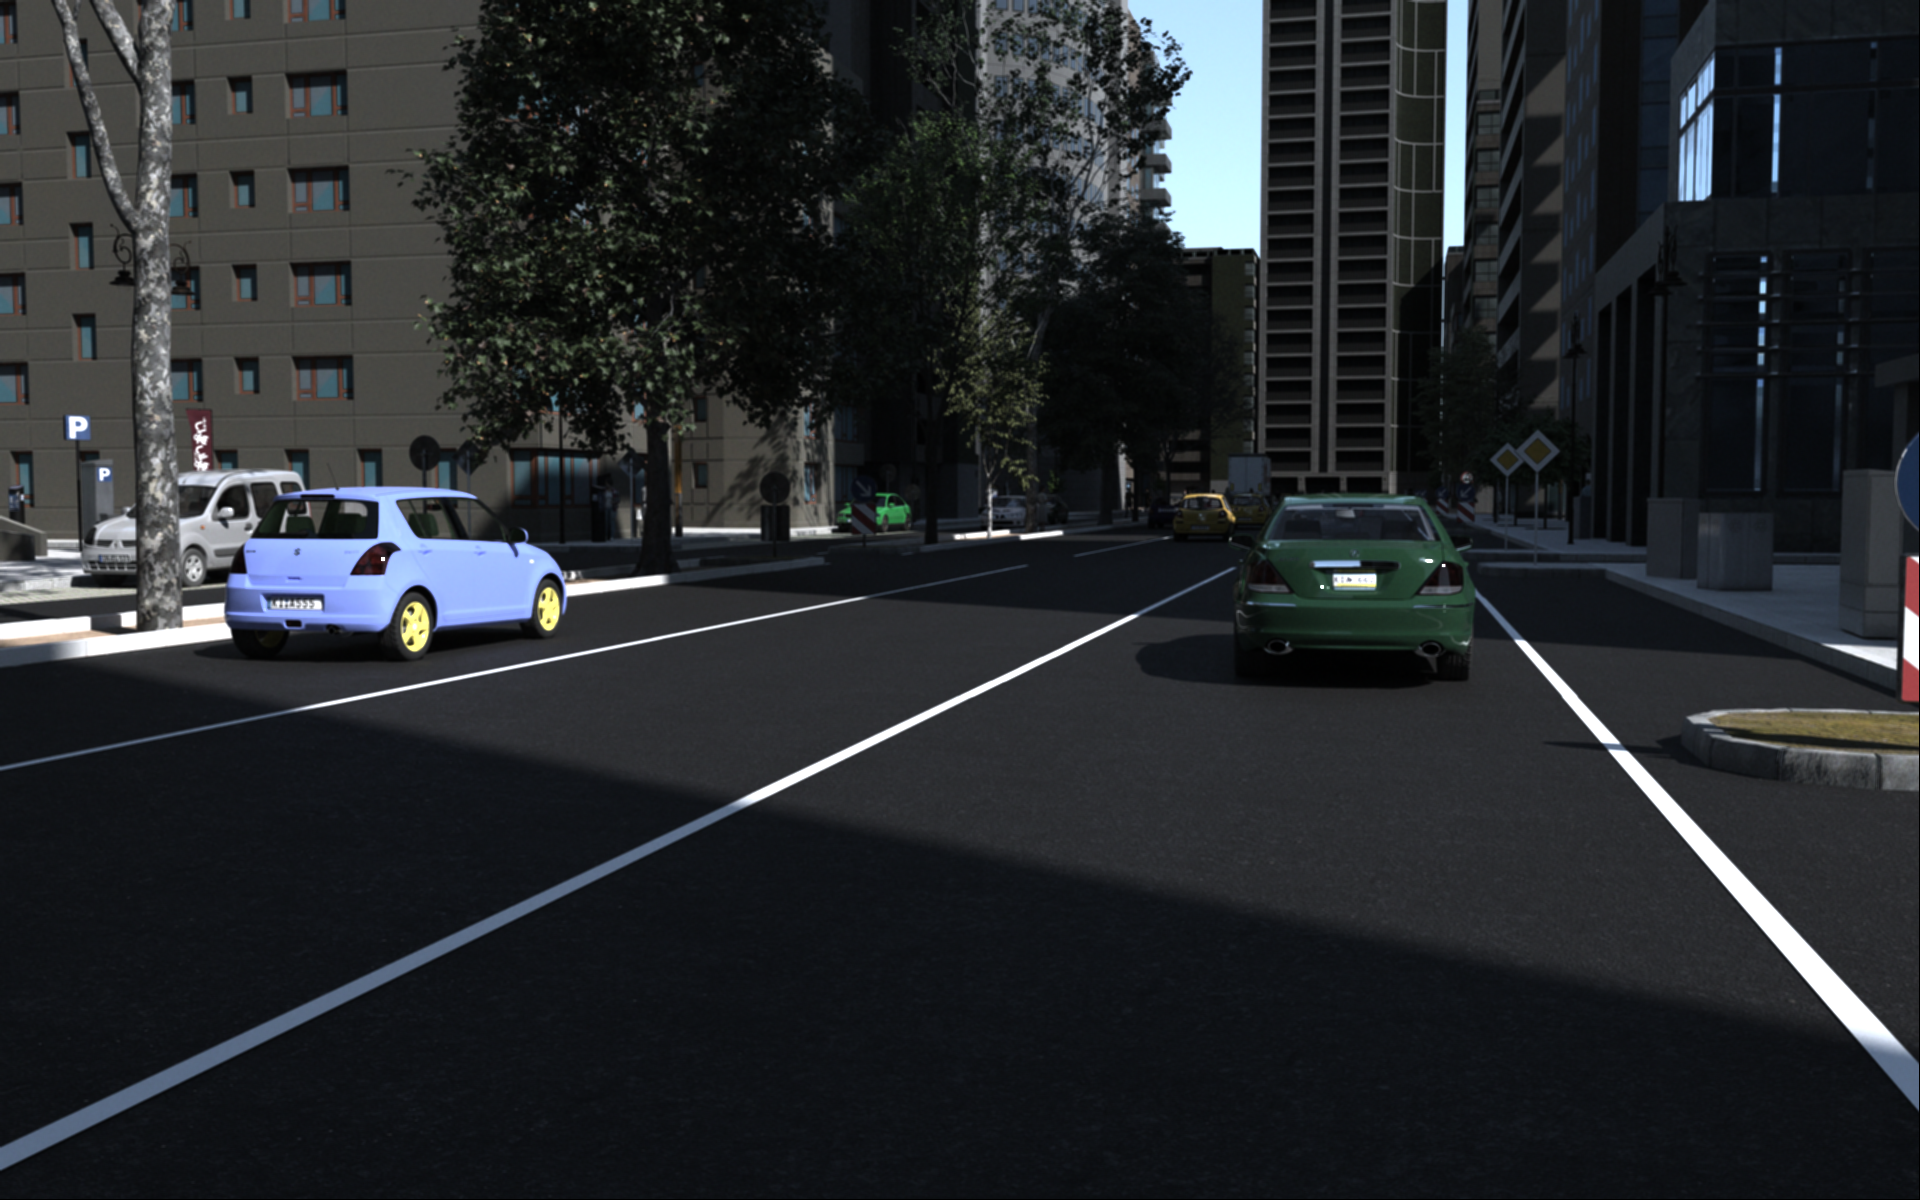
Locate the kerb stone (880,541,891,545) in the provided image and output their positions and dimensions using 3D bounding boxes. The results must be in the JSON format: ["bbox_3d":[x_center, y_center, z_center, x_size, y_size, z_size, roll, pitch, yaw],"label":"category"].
[{"bbox_3d":[-2.129,-1.495,46.634,0.120,0.150,1.000,1,4,14],"label":"kerb stone"}]

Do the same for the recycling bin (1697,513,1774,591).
[{"bbox_3d":[10.408,-0.655,23.259,0.722,1.027,0.722,0,4,-2],"label":"recycling bin"}]

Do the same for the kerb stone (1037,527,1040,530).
[{"bbox_3d":[3.051,-2.776,67.582,0.120,0.150,1.000,1,4,14],"label":"kerb stone"}]

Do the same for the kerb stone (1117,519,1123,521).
[{"bbox_3d":[7.965,-3.994,87.503,0.120,0.150,1.000,1,4,14],"label":"kerb stone"}]

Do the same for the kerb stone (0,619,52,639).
[{"bbox_3d":[-9.374,0.301,17.273,0.120,0.150,1.000,1,4,14],"label":"kerb stone"}]

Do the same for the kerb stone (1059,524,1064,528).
[{"bbox_3d":[4.039,-3.020,71.575,0.120,0.150,1.000,1,4,14],"label":"kerb stone"}]

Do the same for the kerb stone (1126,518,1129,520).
[{"bbox_3d":[8.465,-4.114,89.486,0.120,0.150,1.000,1,4,14],"label":"kerb stone"}]

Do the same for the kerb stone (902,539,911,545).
[{"bbox_3d":[-1.634,-1.611,48.633,0.120,0.150,1.000,1,4,14],"label":"kerb stone"}]

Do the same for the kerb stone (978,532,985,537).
[{"bbox_3d":[0.591,-2.166,57.613,0.120,0.150,1.000,1,4,14],"label":"kerb stone"}]

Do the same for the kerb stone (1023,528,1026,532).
[{"bbox_3d":[2.310,-2.593,64.593,0.120,0.150,1.000,1,4,14],"label":"kerb stone"}]

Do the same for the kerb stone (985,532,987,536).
[{"bbox_3d":[0.835,-2.227,58.605,0.120,0.150,1.000,1,4,14],"label":"kerb stone"}]

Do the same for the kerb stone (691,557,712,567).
[{"bbox_3d":[-5.198,-0.731,34.179,0.120,0.150,1.000,1,4,14],"label":"kerb stone"}]

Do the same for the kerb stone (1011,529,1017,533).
[{"bbox_3d":[1.823,-2.469,62.594,0.120,0.150,1.000,1,4,14],"label":"kerb stone"}]

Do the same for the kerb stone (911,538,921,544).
[{"bbox_3d":[-1.386,-1.678,49.637,0.120,0.150,1.000,1,4,14],"label":"kerb stone"}]

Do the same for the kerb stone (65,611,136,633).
[{"bbox_3d":[-9.118,0.246,18.264,0.120,0.150,1.000,1,4,14],"label":"kerb stone"}]

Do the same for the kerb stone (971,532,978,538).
[{"bbox_3d":[0.340,-2.105,56.611,0.120,0.150,1.000,1,4,14],"label":"kerb stone"}]

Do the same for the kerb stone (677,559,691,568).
[{"bbox_3d":[-5.447,-0.672,33.182,0.120,0.150,1.000,1,4,14],"label":"kerb stone"}]

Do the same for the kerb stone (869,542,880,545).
[{"bbox_3d":[-2.370,-1.429,45.631,0.120,0.150,1.000,1,4,14],"label":"kerb stone"}]

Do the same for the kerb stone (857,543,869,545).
[{"bbox_3d":[-2.618,-1.372,44.630,0.120,0.150,1.000,1,4,14],"label":"kerb stone"}]

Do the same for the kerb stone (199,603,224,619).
[{"bbox_3d":[-8.634,0.120,20.249,0.120,0.150,1.000,1,4,14],"label":"kerb stone"}]

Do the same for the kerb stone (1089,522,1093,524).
[{"bbox_3d":[5.759,-3.446,78.542,0.120,0.150,1.000,1,4,14],"label":"kerb stone"}]

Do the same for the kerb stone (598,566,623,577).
[{"bbox_3d":[-6.184,-0.489,30.197,0.120,0.150,1.000,1,4,14],"label":"kerb stone"}]

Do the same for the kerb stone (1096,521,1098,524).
[{"bbox_3d":[6.248,-3.568,80.536,0.120,0.150,1.000,1,4,14],"label":"kerb stone"}]

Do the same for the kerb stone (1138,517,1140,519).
[{"bbox_3d":[9.438,-4.354,93.467,0.120,0.150,1.000,1,4,14],"label":"kerb stone"}]

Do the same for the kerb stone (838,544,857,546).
[{"bbox_3d":[-2.865,-1.311,43.637,0.120,0.150,1.000,1,4,14],"label":"kerb stone"}]

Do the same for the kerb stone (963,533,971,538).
[{"bbox_3d":[0.082,-2.044,55.618,0.120,0.150,1.000,1,4,14],"label":"kerb stone"}]

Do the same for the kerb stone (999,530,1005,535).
[{"bbox_3d":[1.333,-2.346,60.599,0.120,0.150,1.000,1,4,14],"label":"kerb stone"}]

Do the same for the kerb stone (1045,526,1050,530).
[{"bbox_3d":[3.301,-2.837,68.582,0.120,0.150,1.000,1,4,14],"label":"kerb stone"}]

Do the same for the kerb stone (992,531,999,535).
[{"bbox_3d":[1.085,-2.285,59.607,0.120,0.150,1.000,1,4,14],"label":"kerb stone"}]

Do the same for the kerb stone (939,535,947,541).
[{"bbox_3d":[-0.644,-1.861,52.619,0.120,0.150,1.000,1,4,14],"label":"kerb stone"}]

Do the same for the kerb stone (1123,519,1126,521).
[{"bbox_3d":[8.214,-4.048,88.495,0.120,0.150,1.000,1,4,14],"label":"kerb stone"}]

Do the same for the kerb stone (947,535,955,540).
[{"bbox_3d":[-0.397,-1.920,53.620,0.120,0.150,1.000,1,4,14],"label":"kerb stone"}]

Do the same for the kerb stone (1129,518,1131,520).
[{"bbox_3d":[8.697,-4.177,90.488,0.120,0.150,1.000,1,4,14],"label":"kerb stone"}]

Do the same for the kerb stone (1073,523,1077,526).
[{"bbox_3d":[4.779,-3.203,74.566,0.120,0.150,1.000,1,4,14],"label":"kerb stone"}]

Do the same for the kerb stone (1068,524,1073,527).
[{"bbox_3d":[4.526,-3.136,73.575,0.120,0.150,1.000,1,4,14],"label":"kerb stone"}]

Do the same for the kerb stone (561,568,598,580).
[{"bbox_3d":[-6.428,-0.418,29.205,0.120,0.150,1.000,1,4,14],"label":"kerb stone"}]

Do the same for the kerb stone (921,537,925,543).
[{"bbox_3d":[-1.133,-1.739,50.627,0.120,0.150,1.000,1,4,14],"label":"kerb stone"}]

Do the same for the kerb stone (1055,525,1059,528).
[{"bbox_3d":[3.792,-2.959,70.577,0.120,0.150,1.000,1,4,14],"label":"kerb stone"}]

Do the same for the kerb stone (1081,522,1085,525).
[{"bbox_3d":[5.270,-3.319,76.551,0.120,0.150,1.000,1,4,14],"label":"kerb stone"}]

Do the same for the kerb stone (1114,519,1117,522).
[{"bbox_3d":[7.478,-3.873,85.515,0.120,0.150,1.000,1,4,14],"label":"kerb stone"}]

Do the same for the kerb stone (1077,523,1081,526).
[{"bbox_3d":[5.019,-3.262,75.559,0.120,0.150,1.000,1,4,14],"label":"kerb stone"}]

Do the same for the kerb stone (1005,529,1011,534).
[{"bbox_3d":[1.574,-2.410,61.601,0.120,0.150,1.000,1,4,14],"label":"kerb stone"}]

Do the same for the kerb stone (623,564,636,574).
[{"bbox_3d":[-5.942,-0.551,31.197,0.120,0.150,1.000,1,4,14],"label":"kerb stone"}]

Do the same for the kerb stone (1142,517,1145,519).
[{"bbox_3d":[9.942,-4.481,95.458,0.120,0.150,1.000,1,4,14],"label":"kerb stone"}]

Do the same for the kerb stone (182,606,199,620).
[{"bbox_3d":[-8.877,0.180,19.257,0.120,0.150,1.000,1,4,14],"label":"kerb stone"}]

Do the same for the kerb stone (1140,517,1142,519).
[{"bbox_3d":[9.689,-4.420,94.468,0.120,0.150,1.000,1,4,14],"label":"kerb stone"}]

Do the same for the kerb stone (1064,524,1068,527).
[{"bbox_3d":[4.279,-3.081,72.575,0.120,0.150,1.000,1,4,14],"label":"kerb stone"}]

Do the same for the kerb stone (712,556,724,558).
[{"bbox_3d":[-4.953,-0.794,35.177,0.120,0.150,1.000,1,4,14],"label":"kerb stone"}]

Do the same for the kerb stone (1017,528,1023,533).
[{"bbox_3d":[2.065,-2.532,63.589,0.120,0.150,1.000,1,4,14],"label":"kerb stone"}]

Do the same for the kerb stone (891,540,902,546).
[{"bbox_3d":[-1.870,-1.556,47.633,0.120,0.150,1.000,1,4,14],"label":"kerb stone"}]

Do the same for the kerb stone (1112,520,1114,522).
[{"bbox_3d":[7.235,-3.808,84.516,0.120,0.150,1.000,1,4,14],"label":"kerb stone"}]

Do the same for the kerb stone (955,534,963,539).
[{"bbox_3d":[-0.149,-1.980,54.614,0.120,0.150,1.000,1,4,14],"label":"kerb stone"}]

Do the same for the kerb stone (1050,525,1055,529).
[{"bbox_3d":[3.546,-2.898,69.580,0.120,0.150,1.000,1,4,14],"label":"kerb stone"}]

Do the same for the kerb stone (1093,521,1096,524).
[{"bbox_3d":[6.004,-3.508,79.543,0.120,0.150,1.000,1,4,14],"label":"kerb stone"}]

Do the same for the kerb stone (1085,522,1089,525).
[{"bbox_3d":[5.510,-3.385,77.544,0.120,0.150,1.000,1,4,14],"label":"kerb stone"}]
